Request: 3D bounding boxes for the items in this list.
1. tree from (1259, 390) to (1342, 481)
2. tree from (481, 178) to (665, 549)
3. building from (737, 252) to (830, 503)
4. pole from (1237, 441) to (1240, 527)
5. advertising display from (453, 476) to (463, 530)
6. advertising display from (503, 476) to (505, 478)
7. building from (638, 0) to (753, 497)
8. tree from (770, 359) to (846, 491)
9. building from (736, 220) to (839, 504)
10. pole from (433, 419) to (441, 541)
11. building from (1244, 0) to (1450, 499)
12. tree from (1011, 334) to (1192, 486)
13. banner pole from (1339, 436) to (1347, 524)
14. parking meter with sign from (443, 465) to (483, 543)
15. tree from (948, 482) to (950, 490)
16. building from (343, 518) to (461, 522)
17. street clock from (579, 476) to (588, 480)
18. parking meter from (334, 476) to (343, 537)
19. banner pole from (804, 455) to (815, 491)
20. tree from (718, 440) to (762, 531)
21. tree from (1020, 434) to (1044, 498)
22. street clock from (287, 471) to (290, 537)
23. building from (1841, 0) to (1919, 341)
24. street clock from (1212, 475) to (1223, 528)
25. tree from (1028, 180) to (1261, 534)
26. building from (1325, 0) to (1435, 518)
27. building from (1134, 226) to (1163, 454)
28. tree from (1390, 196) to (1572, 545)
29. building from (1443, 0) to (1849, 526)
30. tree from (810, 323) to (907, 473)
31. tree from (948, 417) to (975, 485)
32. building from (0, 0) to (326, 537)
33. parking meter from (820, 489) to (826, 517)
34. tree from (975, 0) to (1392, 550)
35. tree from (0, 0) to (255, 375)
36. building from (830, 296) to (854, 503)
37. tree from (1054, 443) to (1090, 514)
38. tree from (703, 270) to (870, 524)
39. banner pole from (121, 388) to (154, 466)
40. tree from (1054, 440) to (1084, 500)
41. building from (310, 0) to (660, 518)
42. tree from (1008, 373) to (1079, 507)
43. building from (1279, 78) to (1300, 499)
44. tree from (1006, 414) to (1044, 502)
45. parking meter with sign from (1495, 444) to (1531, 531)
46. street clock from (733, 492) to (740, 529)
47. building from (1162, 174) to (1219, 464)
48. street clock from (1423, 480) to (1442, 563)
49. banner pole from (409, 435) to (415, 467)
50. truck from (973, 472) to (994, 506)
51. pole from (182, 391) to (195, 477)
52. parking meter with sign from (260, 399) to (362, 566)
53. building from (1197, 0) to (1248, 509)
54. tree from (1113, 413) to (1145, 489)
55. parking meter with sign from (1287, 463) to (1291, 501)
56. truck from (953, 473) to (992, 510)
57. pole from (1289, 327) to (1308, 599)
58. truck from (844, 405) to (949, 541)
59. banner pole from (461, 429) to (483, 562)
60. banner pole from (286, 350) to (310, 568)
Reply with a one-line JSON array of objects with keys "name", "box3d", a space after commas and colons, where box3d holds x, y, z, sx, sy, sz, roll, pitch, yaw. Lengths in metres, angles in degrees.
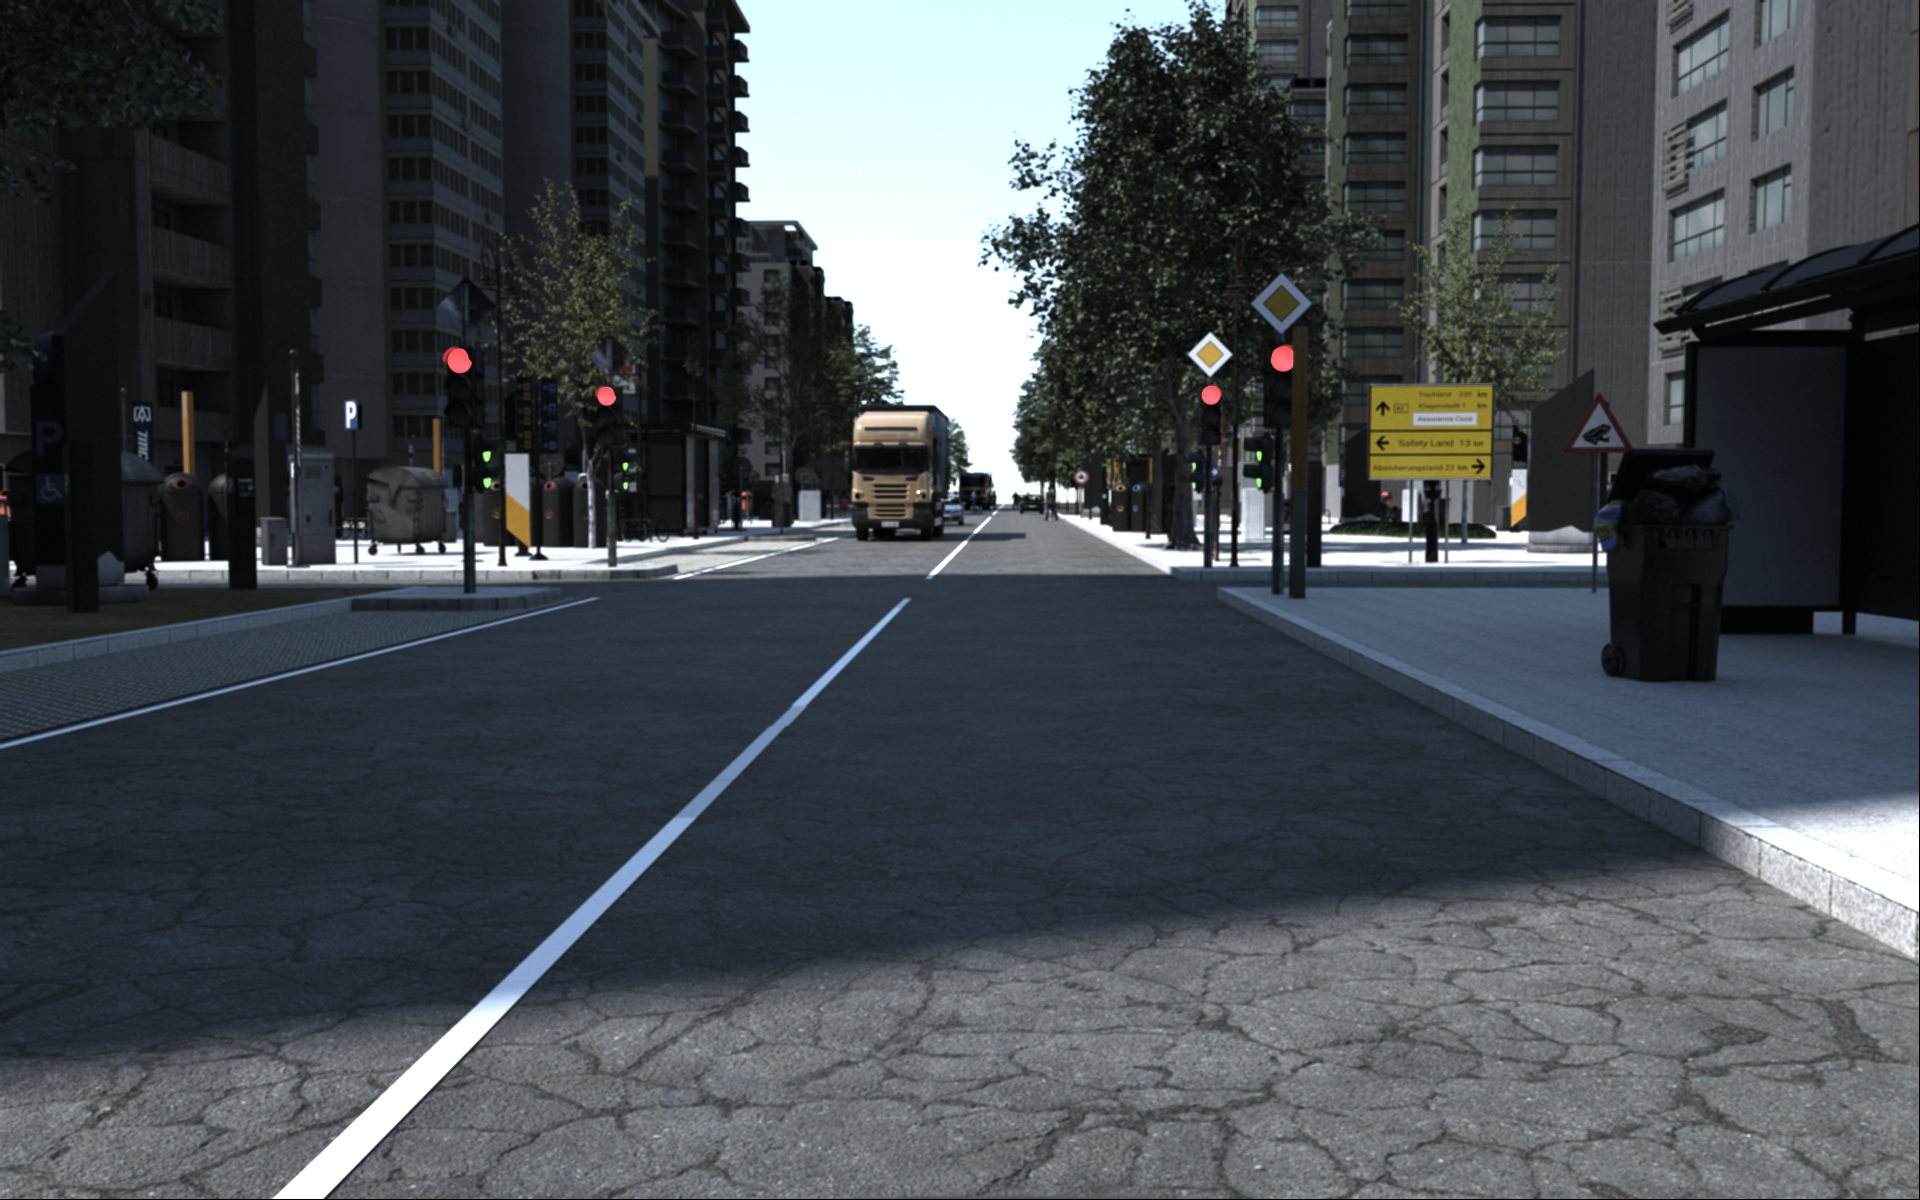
[{"name": "tree", "box3d": [17.002, -8.372, 87.245, 4.360, 8.622, 3.978, 0, 3, 0]}, {"name": "tree", "box3d": [-8.722, -5.498, 40.248, 4.737, 8.622, 4.395, 0, 3, 0]}, {"name": "building", "box3d": [-24.111, -26.886, 211.295, 14.160, 30.474, 14.107, 0, 4, 2]}, {"name": "pole", "box3d": [10.715, -4.473, 66.979, 0.158, 3.312, 0.155, 0, 3, 0]}, {"name": "advertising display", "box3d": [-17.590, -3.456, 61.724, 0.974, 1.923, 0.123, 0, 4, 1]}, {"name": "advertising display", "box3d": [-16.662, -3.501, 62.461, 0.123, 1.923, 0.974, -3, 5, -42]}, {"name": "building", "box3d": [-29.567, -29.972, 144.667, 22.147, 44.769, 28.867, 0, 4, 2]}, {"name": "tree", "box3d": [-7.645, -8.546, 90.086, 4.360, 8.622, 3.978, 0, 3, 0]}, {"name": "building", "box3d": [-32.374, -32.930, 230.279, 32.217, 40.220, 23.993, 0, 4, 2]}, {"name": "pole", "box3d": [-14.189, -3.254, 47.054, 0.158, 3.312, 0.155, 0, 3, 0]}, {"name": "building", "box3d": [29.458, -27.754, 137.380, 14.154, 41.232, 14.086, 0, 4, 2]}, {"name": "tree", "box3d": [6.833, -8.571, 74.541, 7.601, 10.594, 8.767, 2, 4, 23]}, {"name": "banner pole", "box3d": [16.351, -5.139, 74.039, 0.401, 3.779, 0.863, 2, 4, 34]}, {"name": "parking meter with sign", "box3d": [-12.755, -3.019, 45.620, 1.738, 3.016, 0.543, -1, 4, -12]}, {"name": "tree", "box3d": [-2.106, -14.884, 237.949, 1.663, 3.219, 1.824, 0, 3, 0]}, {"name": "building", "box3d": [-36.810, -24.148, 86.698, 32.217, 40.220, 23.993, 0, 4, 2]}, {"name": "street clock", "box3d": [-14.928, -3.946, 69.079, 0.358, 2.002, 0.471, 3, 5, 41]}, {"name": "parking meter", "box3d": [-18.456, -2.782, 51.202, 0.399, 1.863, 0.255, -2, 4, -32]}, {"name": "banner pole", "box3d": [-8.877, -6.817, 101.482, 0.863, 3.779, 0.401, 1, 4, 19]}, {"name": "tree", "box3d": [-8.047, -4.039, 60.634, 1.663, 3.219, 1.824, 0, 3, 0]}, {"name": "tree", "box3d": [12.005, -19.956, 252.040, 9.928, 11.665, 9.643, 0, 3, 0]}, {"name": "street clock", "box3d": [-20.224, -2.892, 51.847, 0.471, 2.002, 0.358, -2, 4, -24]}, {"name": "building", "box3d": [28.782, -22.265, 47.624, 14.086, 41.232, 14.154, 0, 4, 2]}, {"name": "street clock", "box3d": [9.761, -3.744, 65.782, 0.358, 2.002, 0.471, 2, 4, 34]}, {"name": "tree", "box3d": [6.013, -8.396, 55.396, 7.486, 12.596, 7.792, 0, 3, 0]}, {"name": "building", "box3d": [27.429, -19.919, 97.383, 14.160, 30.474, 14.107, 0, 4, 2]}, {"name": "building", "box3d": [35.752, -43.242, 249.005, 21.231, 58.520, 28.212, 0, 4, 2]}, {"name": "tree", "box3d": [13.059, -5.711, 43.735, 4.737, 8.622, 4.395, 0, 3, 0]}, {"name": "building", "box3d": [27.834, -23.938, 74.976, 14.154, 41.232, 14.086, 0, 4, 2]}, {"name": "tree", "box3d": [-6.974, -12.055, 115.223, 7.486, 12.596, 7.792, 0, 3, 0]}, {"name": "tree", "box3d": [-1.436, -20.575, 254.533, 7.486, 12.596, 7.792, 0, 3, 0]}, {"name": "building", "box3d": [-28.615, -17.083, 51.004, 14.160, 30.474, 14.107, 0, 4, 2]}, {"name": "parking meter", "box3d": [-7.647, -5.567, 96.730, 0.255, 1.863, 0.399, -2, 4, -31]}, {"name": "tree", "box3d": [5.186, -7.532, 40.163, 9.611, 12.733, 9.660, 0, 3, 0]}, {"name": "tree", "box3d": [-9.573, -6.436, 11.887, 9.857, 13.997, 8.962, 0, 3, 0]}, {"name": "building", "box3d": [-22.834, -29.211, 249.303, 14.160, 30.474, 14.107, 0, 4, 2]}, {"name": "tree", "box3d": [7.553, -7.806, 111.349, 4.285, 4.588, 4.351, 0, 3, 0]}, {"name": "tree", "box3d": [-7.436, -8.498, 73.359, 8.767, 10.594, 7.601, 2, 4, 33]}, {"name": "banner pole", "box3d": [-19.501, -3.119, 41.020, 0.863, 3.779, 0.401, -1, 4, -11]}, {"name": "tree", "box3d": [9.123, -11.066, 131.290, 4.360, 8.622, 3.978, 0, 3, 0]}, {"name": "building", "box3d": [-34.896, -26.070, 118.118, 32.217, 40.220, 23.993, 0, 4, 2]}, {"name": "tree", "box3d": [9.306, -16.286, 172.925, 9.857, 13.997, 8.962, 0, 3, 0]}, {"name": "building", "box3d": [29.490, -21.525, 123.630, 14.160, 30.474, 14.107, 0, 4, 2]}, {"name": "tree", "box3d": [11.309, -20.020, 237.689, 12.009, 13.543, 11.850, 0, 3, 0]}, {"name": "parking meter with sign", "box3d": [19.322, -3.895, 59.952, 1.738, 3.016, 0.543, -2, 4, -30]}, {"name": "street clock", "box3d": [-8.058, -3.538, 62.411, 0.358, 2.002, 0.471, -1, 4, -8]}, {"name": "building", "box3d": [36.309, -34.630, 220.828, 22.147, 44.769, 28.867, 0, 4, 2]}, {"name": "street clock", "box3d": [8.872, -1.710, 32.521, 0.471, 2.002, 0.358, 2, 4, 35]}, {"name": "banner pole", "box3d": [-23.155, -5.093, 73.283, 0.401, 3.779, 0.863, 0, 4, 2]}, {"name": "truck", "box3d": [2.969, -13.613, 212.329, 2.967, 4.110, 18.799, 0, 4, 3]}, {"name": "pole", "box3d": [-15.352, -2.487, 34.509, 0.158, 3.312, 0.155, 0, 3, 0]}, {"name": "parking meter with sign", "box3d": [-11.826, -2.159, 31.560, 1.738, 3.016, 0.543, -3, 5, -44]}, {"name": "building", "box3d": [32.752, -43.801, 154.402, 20.563, 71.187, 20.611, 0, 4, 2]}, {"name": "tree", "box3d": [7.551, -8.053, 82.032, 4.737, 8.622, 4.395, 0, 3, 0]}, {"name": "parking meter with sign", "box3d": [19.022, -6.247, 98.402, 0.543, 3.016, 1.738, 1, 4, 23]}, {"name": "truck", "box3d": [1.334, -9.935, 158.360, 3.469, 3.379, 9.791, 0, 4, 3]}, {"name": "pole", "box3d": [4.155, -1.676, 21.249, 0.158, 3.312, 0.155, 0, 3, 0]}, {"name": "truck", "box3d": [-1.874, -4.142, 56.639, 2.839, 4.237, 11.283, 0, 4, 2]}, {"name": "banner pole", "box3d": [-9.255, -2.628, 32.982, 0.401, 3.779, 0.863, 0, 4, -1]}, {"name": "banner pole", "box3d": [-11.442, -2.440, 29.915, 0.401, 3.779, 0.863, -2, 4, -28]}]
